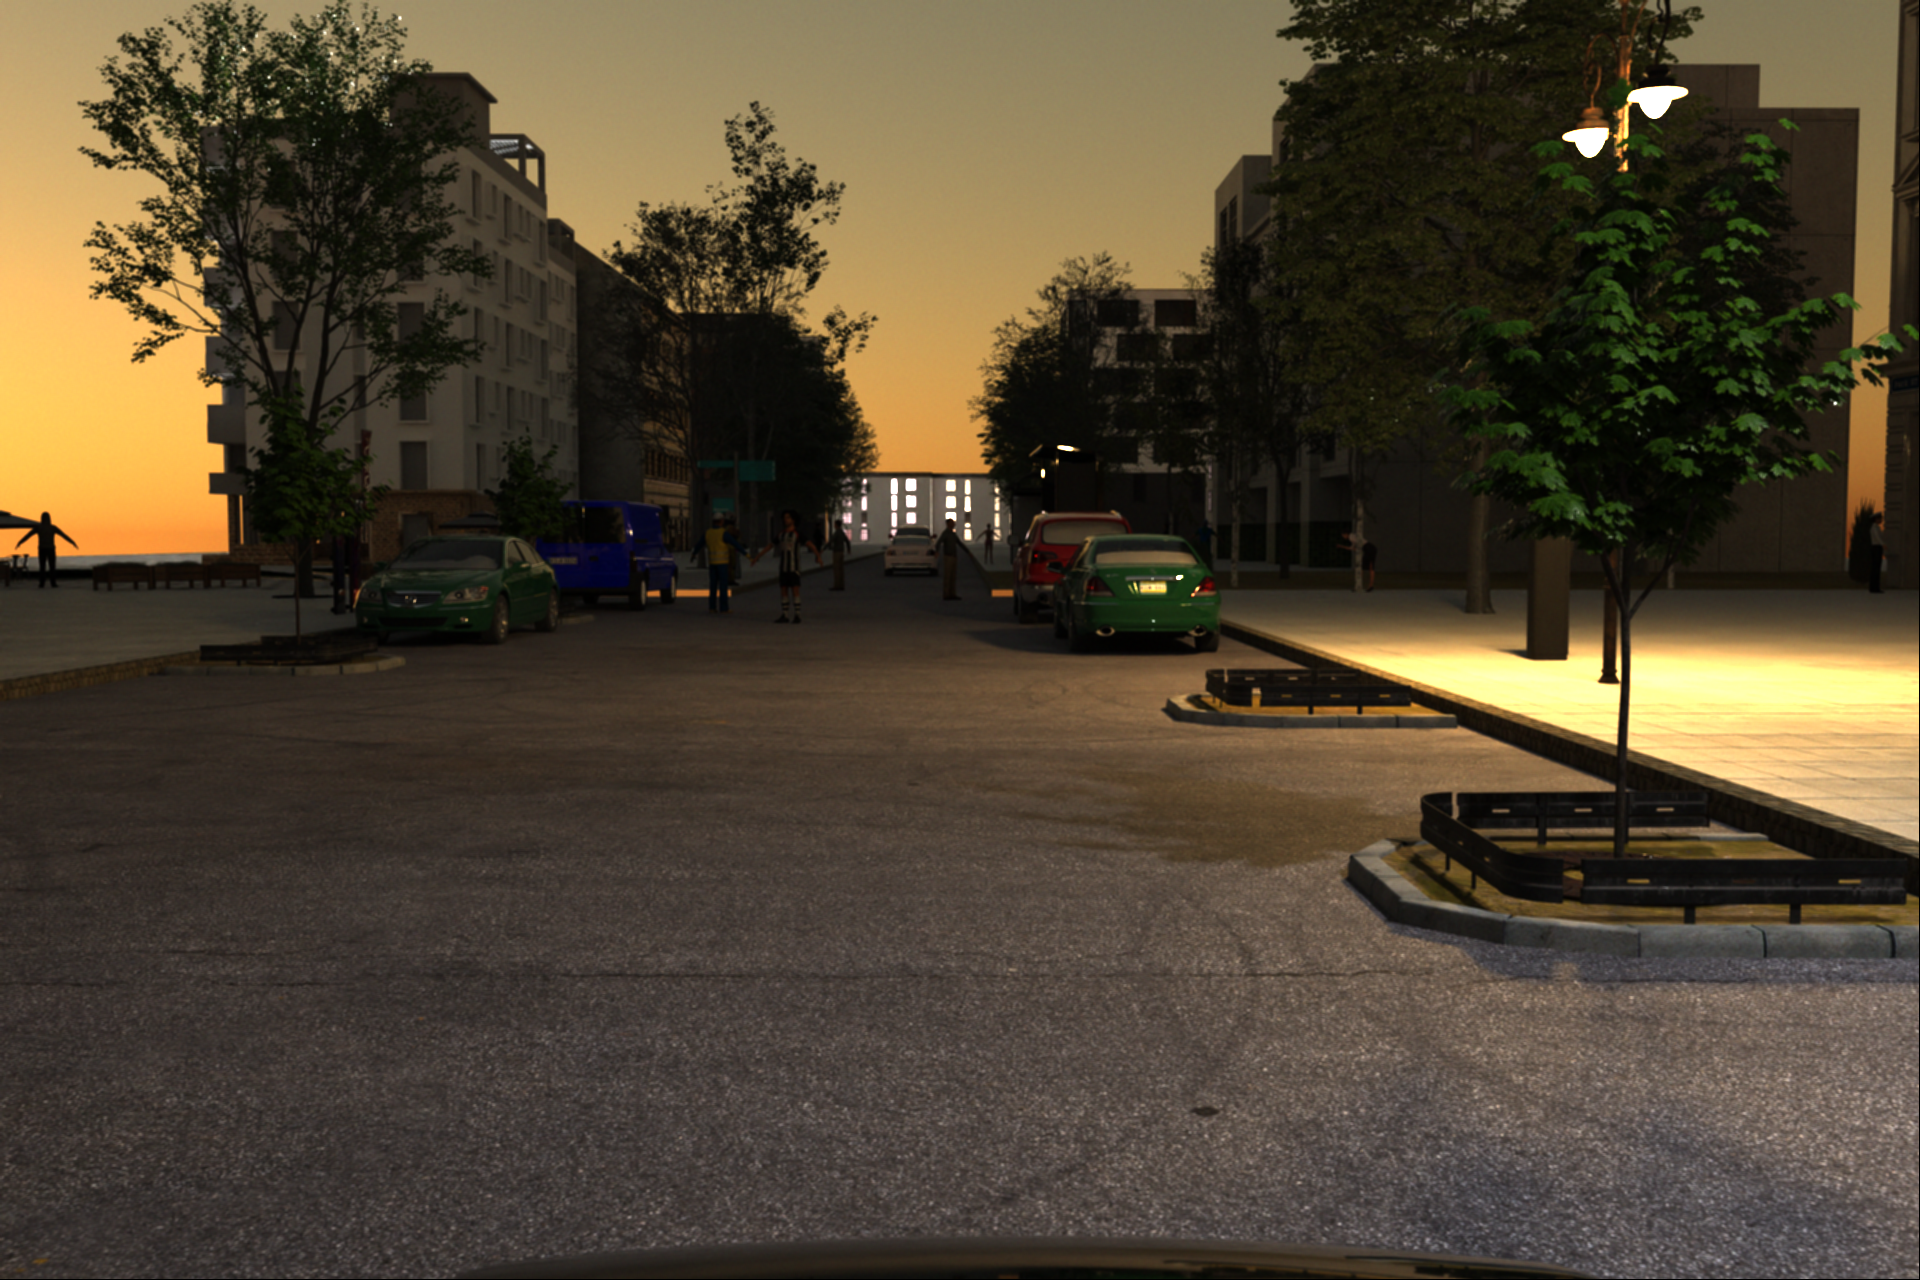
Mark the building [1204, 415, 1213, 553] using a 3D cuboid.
[{"bbox_3d":[21.509,-10.096,107.218,9.099,9.664,28.070,0,4,0],"label":"building"}]

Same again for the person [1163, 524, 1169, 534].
[{"bbox_3d":[9.321,-4.429,79.132,0.721,1.740,1.216,1,4,9],"label":"person"}]

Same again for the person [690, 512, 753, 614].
[{"bbox_3d":[-4.349,-1.400,31.323,1.349,1.833,0.705,2,4,26],"label":"person"}]

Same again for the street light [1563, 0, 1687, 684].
[{"bbox_3d":[5.588,-2.565,14.732,0.468,5.910,1.993,0,3,0],"label":"street light"}]

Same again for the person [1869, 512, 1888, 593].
[{"bbox_3d":[20.090,-1.917,37.800,0.721,1.778,1.216,1,4,21],"label":"person"}]

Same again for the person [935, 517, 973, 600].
[{"bbox_3d":[-0.189,-1.766,37.611,0.705,1.796,1.348,2,4,35],"label":"person"}]

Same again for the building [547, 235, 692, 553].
[{"bbox_3d":[-29.149,-17.556,117.977,19.493,23.208,18.063,0,4,1],"label":"building"}]

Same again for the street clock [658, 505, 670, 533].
[{"bbox_3d":[-7.367,-2.353,43.045,0.358,2.002,0.471,0,4,1],"label":"street clock"}]

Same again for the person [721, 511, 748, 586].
[{"bbox_3d":[-5.692,-2.282,43.078,0.705,1.858,1.354,-2,4,-34],"label":"person"}]

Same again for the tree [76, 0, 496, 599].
[{"bbox_3d":[-13.210,-6.644,34.389,9.928,11.665,9.643,0,3,0],"label":"tree"}]

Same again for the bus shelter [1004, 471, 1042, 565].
[{"bbox_3d":[2.584,-3.942,58.375,2.014,3.302,5.546,0,4,0],"label":"bus shelter"}]

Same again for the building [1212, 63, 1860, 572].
[{"bbox_3d":[21.603,-12.691,73.955,16.747,18.905,31.486,0,4,0],"label":"building"}]

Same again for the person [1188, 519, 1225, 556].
[{"bbox_3d":[8.785,-3.418,62.012,1.347,1.817,0.704,1,4,15],"label":"person"}]

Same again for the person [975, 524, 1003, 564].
[{"bbox_3d":[1.256,-4.155,74.740,1.217,1.733,0.721,1,4,11],"label":"person"}]

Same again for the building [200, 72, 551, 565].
[{"bbox_3d":[-25.137,-13.215,72.488,16.016,20.090,11.380,0,4,0],"label":"building"}]

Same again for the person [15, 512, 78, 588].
[{"bbox_3d":[-21.925,-2.169,41.585,1.348,1.813,0.705,-2,4,-25],"label":"person"}]

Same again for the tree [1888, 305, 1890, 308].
[{"bbox_3d":[26.283,-5.797,45.137,4.737,8.622,4.395,0,3,0],"label":"tree"}]

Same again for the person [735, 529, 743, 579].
[{"bbox_3d":[-6.416,-2.456,49.426,0.599,1.433,0.991,2,4,24],"label":"person"}]

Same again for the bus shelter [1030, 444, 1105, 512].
[{"bbox_3d":[2.966,-3.496,48.444,1.731,3.624,6.357,0,4,-1],"label":"bus shelter"}]

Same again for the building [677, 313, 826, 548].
[{"bbox_3d":[-28.623,-20.333,176.415,27.936,21.610,32.646,0,4,-1],"label":"building"}]

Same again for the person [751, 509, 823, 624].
[{"bbox_3d":[-2.750,-1.178,27.865,1.345,1.843,0.704,2,4,26],"label":"person"}]

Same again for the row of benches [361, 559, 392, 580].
[{"bbox_3d":[-13.220,-1.701,43.269,1.422,0.672,4.104,3,4,36],"label":"row of benches"}]

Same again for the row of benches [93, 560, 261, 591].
[{"bbox_3d":[-18.493,-1.554,40.866,1.422,0.672,4.104,2,4,32],"label":"row of benches"}]

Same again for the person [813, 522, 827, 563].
[{"bbox_3d":[-6.291,-4.350,77.316,0.705,1.806,1.347,-2,4,-27],"label":"person"}]

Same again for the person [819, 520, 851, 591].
[{"bbox_3d":[-3.112,-2.156,43.977,0.705,1.796,1.348,2,4,29],"label":"person"}]

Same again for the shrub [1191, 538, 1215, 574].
[{"bbox_3d":[5.972,-1.998,43.781,1.383,1.207,1.383,0,3,0],"label":"shrub"}]

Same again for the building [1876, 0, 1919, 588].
[{"bbox_3d":[27.372,-11.944,31.441,11.583,22.565,21.152,0,4,0],"label":"building"}]

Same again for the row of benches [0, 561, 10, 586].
[{"bbox_3d":[-25.336,-1.625,42.027,4.104,0.672,1.422,0,4,-3],"label":"row of benches"}]

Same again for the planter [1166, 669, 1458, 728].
[{"bbox_3d":[2.679,0.450,13.778,1.991,0.319,1.994,0,4,0],"label":"planter"}]

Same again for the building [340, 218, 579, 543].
[{"bbox_3d":[-28.599,-14.541,94.170,16.016,20.090,11.380,0,4,0],"label":"building"}]

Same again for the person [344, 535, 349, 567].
[{"bbox_3d":[-24.041,-3.801,68.081,0.705,1.837,1.347,0,4,1],"label":"person"}]

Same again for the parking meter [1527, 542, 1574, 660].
[{"bbox_3d":[6.016,-0.730,17.646,0.399,1.863,0.255,0,4,0],"label":"parking meter"}]

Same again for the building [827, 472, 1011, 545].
[{"bbox_3d":[-3.935,-17.794,235.529,28.070,9.664,9.099,0,4,-2],"label":"building"}]

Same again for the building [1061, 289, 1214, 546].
[{"bbox_3d":[23.087,-19.388,160.965,27.936,21.610,32.646,0,4,0],"label":"building"}]

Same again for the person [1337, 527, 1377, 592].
[{"bbox_3d":[8.811,-1.783,38.379,0.799,1.438,0.628,0,4,-5],"label":"person"}]
